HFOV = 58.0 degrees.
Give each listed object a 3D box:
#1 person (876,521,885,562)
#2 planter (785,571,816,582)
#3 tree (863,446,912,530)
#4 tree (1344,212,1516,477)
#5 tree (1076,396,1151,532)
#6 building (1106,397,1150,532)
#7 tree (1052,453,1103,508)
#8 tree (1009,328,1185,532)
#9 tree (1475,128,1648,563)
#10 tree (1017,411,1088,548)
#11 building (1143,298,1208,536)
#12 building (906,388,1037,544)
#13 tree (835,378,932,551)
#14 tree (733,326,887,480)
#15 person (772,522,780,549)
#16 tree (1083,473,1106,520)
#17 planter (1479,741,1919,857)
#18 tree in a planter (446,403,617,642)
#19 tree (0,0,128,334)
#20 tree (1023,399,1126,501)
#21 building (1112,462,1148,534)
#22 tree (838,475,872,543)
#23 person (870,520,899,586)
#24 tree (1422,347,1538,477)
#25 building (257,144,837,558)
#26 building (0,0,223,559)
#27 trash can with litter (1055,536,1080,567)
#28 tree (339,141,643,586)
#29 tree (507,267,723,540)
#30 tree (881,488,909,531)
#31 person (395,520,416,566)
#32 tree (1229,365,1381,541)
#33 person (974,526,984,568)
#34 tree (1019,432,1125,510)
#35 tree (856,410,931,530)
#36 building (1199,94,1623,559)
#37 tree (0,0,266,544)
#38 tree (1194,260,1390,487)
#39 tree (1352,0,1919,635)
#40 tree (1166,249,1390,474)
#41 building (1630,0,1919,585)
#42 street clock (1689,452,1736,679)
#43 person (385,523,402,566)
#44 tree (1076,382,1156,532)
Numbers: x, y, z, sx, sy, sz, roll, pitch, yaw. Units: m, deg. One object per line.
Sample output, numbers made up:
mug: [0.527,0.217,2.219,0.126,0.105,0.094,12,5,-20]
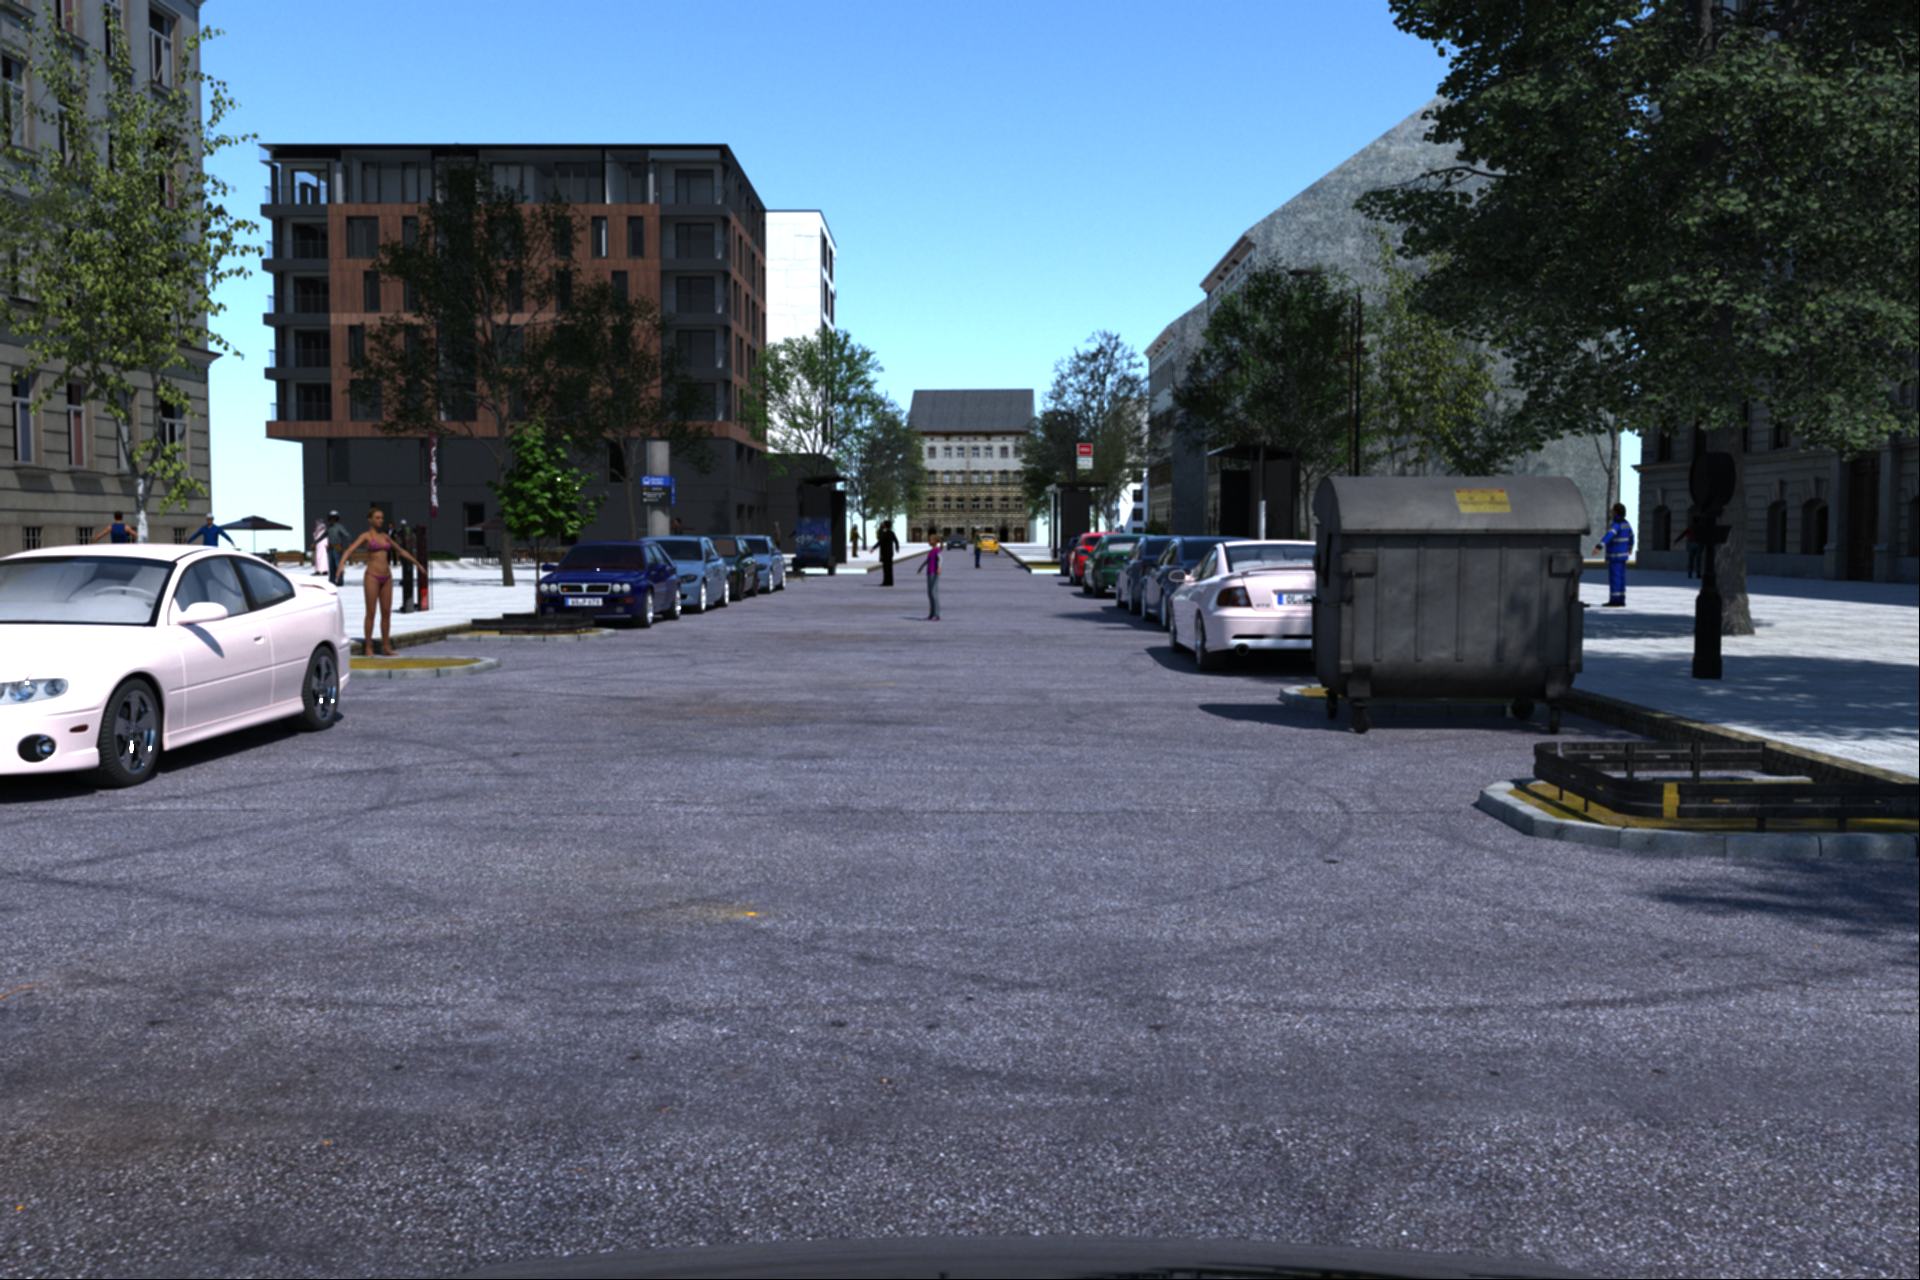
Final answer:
person: [-3.505,-4.461,78.715,0.705,1.856,1.354,-1,4,-18]
planter: [-5.415,-1.925,52.609,1.991,0.319,1.994,0,4,2]
tree: [-6.645,-11.885,144.680,4.360,8.622,3.978,0,3,0]
tree: [10.469,-5.455,39.554,4.737,8.622,4.395,0,3,0]
tree: [7.777,-8.729,93.078,4.360,8.622,3.978,0,3,0]
building: [28.989,-22.372,232.246,16.747,18.905,31.486,0,4,1]
tree: [8.493,-10.946,129.335,4.737,8.622,4.395,0,3,0]
tree: [8.220,-11.755,102.557,12.009,13.543,11.850,0,3,0]
tree: [29.741,-13.594,78.157,12.611,20.169,13.585,0,3,0]
tree: [8.604,-14.714,158.695,7.486,12.596,7.792,0,3,0]
building: [24.872,-18.600,135.034,19.493,23.208,18.063,0,4,1]
building: [2.046,-26.148,260.900,18.063,23.208,19.493,0,4,6]
tree: [-7.549,-13.729,134.833,12.009,13.543,11.850,0,3,0]
tree: [-7.346,-9.767,85.446,9.928,11.665,9.643,0,3,0]
person: [-8.198,-4.344,77.157,0.705,1.813,1.348,-1,4,-16]
tree: [20.175,-21.135,255.932,12.009,13.543,11.850,0,3,0]
planter: [3.705,0.763,8.669,1.991,0.319,1.994,0,4,0]
tree in a planter: [-5.826,-1.628,23.841,1.991,3.239,1.994,0,4,0]
tree: [-11.993,-4.162,18.405,4.360,8.622,3.978,0,3,0]
tree: [7.988,-11.273,118.732,7.601,10.594,8.767,-3,5,-44]
building: [23.195,-15.944,202.834,9.099,9.664,28.070,0,4,1]
tree: [-16.099,-19.861,259.145,7.601,10.594,8.767,0,4,8]
person: [-2.012,-2.380,47.553,0.705,1.806,1.347,2,4,31]
tree: [19.958,-7.165,67.509,4.737,8.622,4.395,0,3,0]
building: [-22.719,-16.108,107.343,27.936,21.610,32.646,0,3,0]
building: [-30.188,-12.623,38.401,16.112,23.069,30.059,0,3,0]
trash can with litter: [4.589,-3.428,67.113,1.678,1.210,2.233,0,4,-1]
tree: [-11.419,-6.590,42.163,7.601,10.594,8.767,-1,4,-21]
tree: [-11.818,-7.748,61.099,7.601,10.594,8.767,1,4,9]
tree: [-7.169,-13.417,169.727,4.360,8.622,3.978,0,3,0]
person: [-22.600,-3.944,70.342,0.705,1.847,1.347,3,5,41]
tree: [16.335,-9.047,82.331,7.601,10.594,8.767,1,4,9]
person: [0.830,-3.891,72.541,0.721,1.772,1.216,-1,4,-10]
tree: [8.997,-12.699,142.043,8.767,10.594,7.601,-1,4,-18]
tree: [-6.116,-14.681,158.166,7.486,12.596,7.792,0,3,0]
building: [24.098,-16.207,95.919,19.493,23.208,18.063,0,4,1]
tree: [-11.382,-4.476,23.541,4.737,8.622,4.395,0,3,0]
tree: [12.780,-8.650,67.189,9.928,11.665,9.643,0,3,0]
tree: [9.775,-7.042,21.789,9.857,13.997,8.962,0,3,0]
tree: [10.472,-7.549,57.840,8.767,10.594,7.601,3,4,39]
building: [29.778,-13.860,45.701,14.460,24.649,34.723,0,4,0]
street clock: [6.635,-0.658,15.326,0.358,2.002,0.471,0,4,1]
person: [-22.639,-3.800,68.852,1.216,1.740,0.721,0,4,2]
tree: [7.350,-8.158,83.744,4.360,8.622,3.978,0,3,0]
